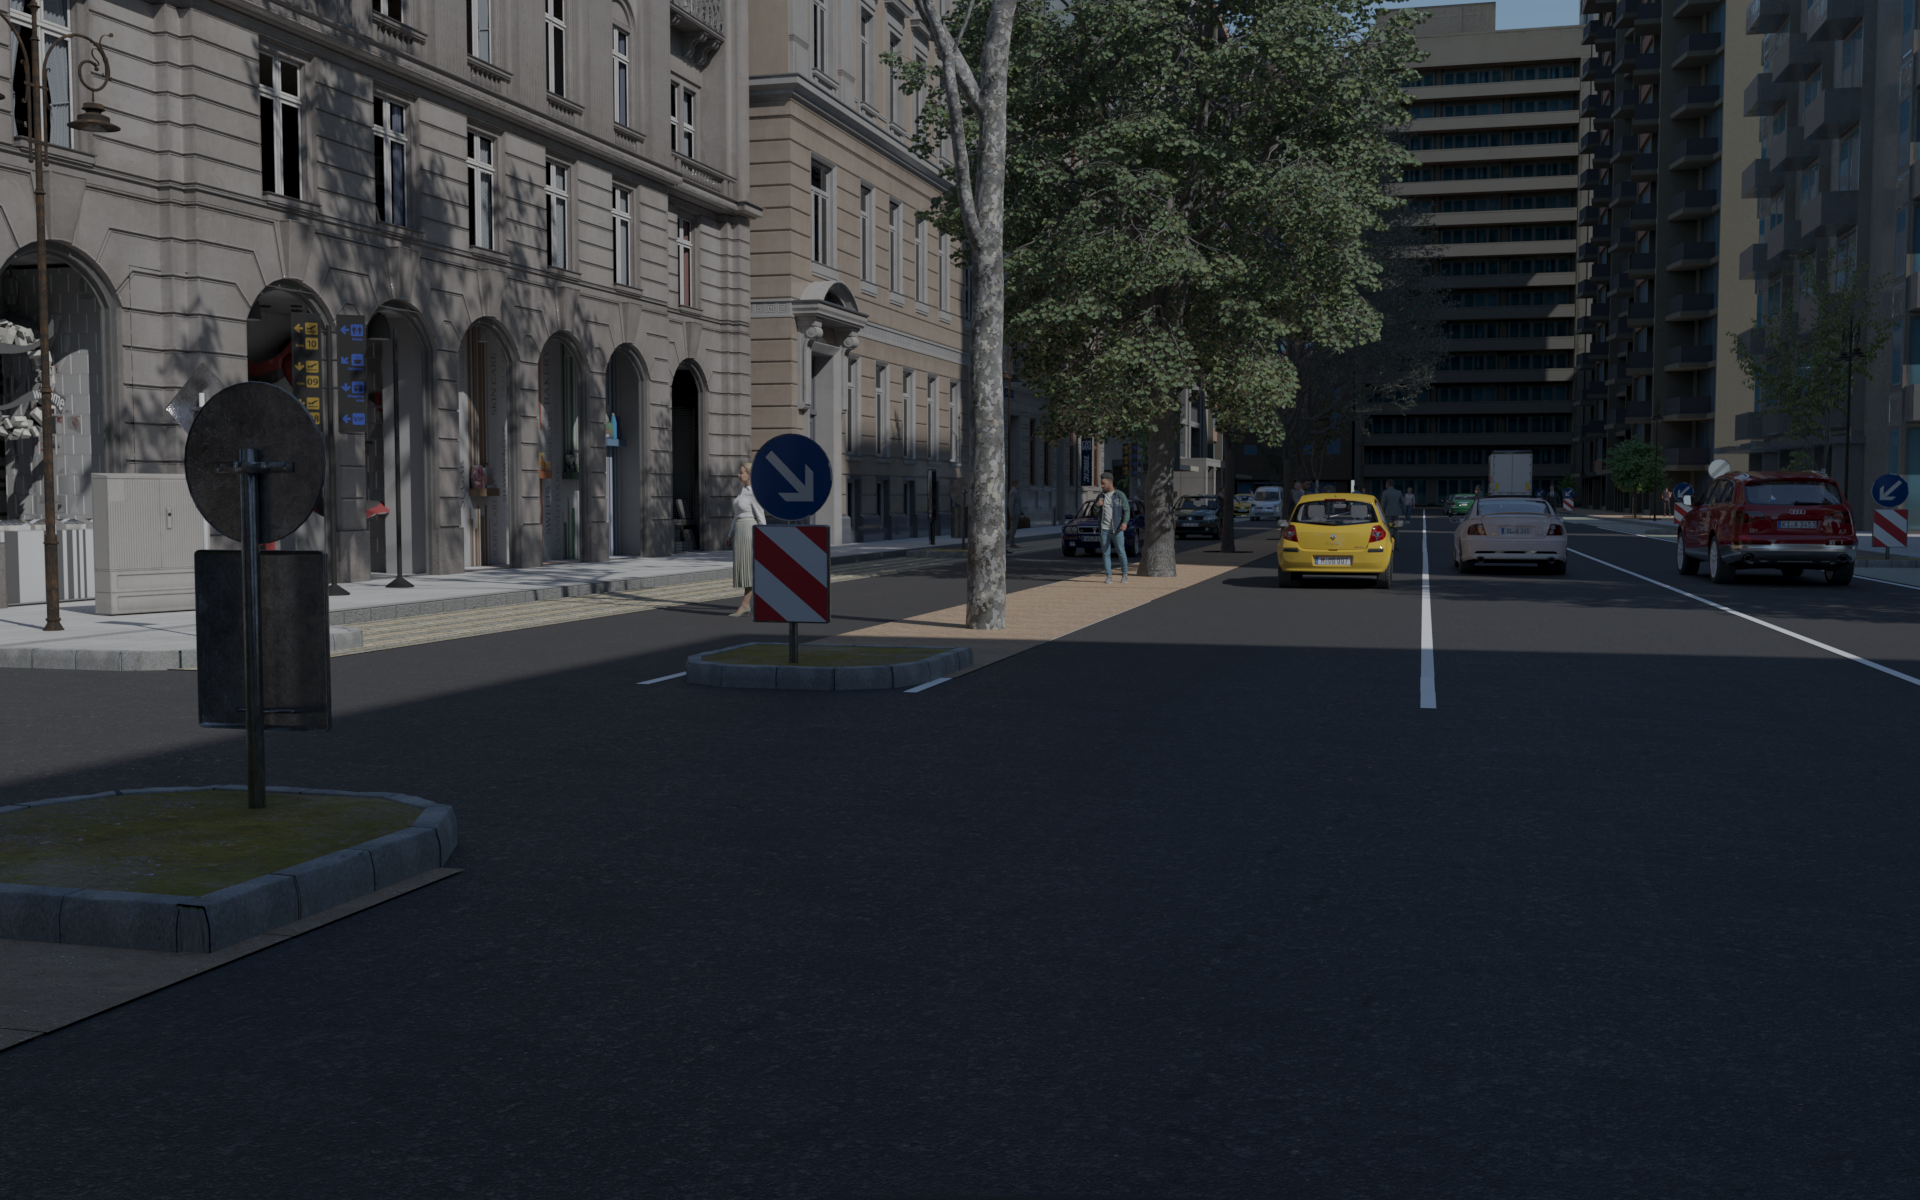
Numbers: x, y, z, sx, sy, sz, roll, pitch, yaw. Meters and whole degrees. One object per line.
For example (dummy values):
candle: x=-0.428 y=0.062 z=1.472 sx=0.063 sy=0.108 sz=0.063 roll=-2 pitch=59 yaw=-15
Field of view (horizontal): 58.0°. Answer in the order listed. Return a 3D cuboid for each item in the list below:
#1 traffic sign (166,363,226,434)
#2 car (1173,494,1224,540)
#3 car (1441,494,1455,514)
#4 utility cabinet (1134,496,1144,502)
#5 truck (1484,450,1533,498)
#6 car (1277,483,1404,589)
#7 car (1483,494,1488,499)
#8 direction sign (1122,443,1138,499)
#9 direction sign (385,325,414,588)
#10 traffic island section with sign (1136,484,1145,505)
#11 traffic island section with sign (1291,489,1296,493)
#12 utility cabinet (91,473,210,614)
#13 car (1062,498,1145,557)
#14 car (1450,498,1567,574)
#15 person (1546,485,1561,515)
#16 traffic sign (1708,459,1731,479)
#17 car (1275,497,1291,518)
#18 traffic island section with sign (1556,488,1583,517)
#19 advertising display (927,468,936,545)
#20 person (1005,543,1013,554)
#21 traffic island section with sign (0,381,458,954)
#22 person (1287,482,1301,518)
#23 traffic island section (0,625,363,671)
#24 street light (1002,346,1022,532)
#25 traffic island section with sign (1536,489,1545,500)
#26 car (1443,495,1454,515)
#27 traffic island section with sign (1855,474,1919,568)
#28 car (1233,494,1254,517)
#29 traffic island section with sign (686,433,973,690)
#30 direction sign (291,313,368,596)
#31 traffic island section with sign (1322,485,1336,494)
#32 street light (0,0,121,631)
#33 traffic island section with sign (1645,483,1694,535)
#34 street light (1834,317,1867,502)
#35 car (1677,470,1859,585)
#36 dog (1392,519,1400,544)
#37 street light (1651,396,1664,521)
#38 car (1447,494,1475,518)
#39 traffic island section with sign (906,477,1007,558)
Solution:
traffic sign: x=-6.733 y=-0.811 z=15.447 sx=0.795 sy=2.593 sz=0.064 roll=1 pitch=4 yaw=15
car: x=7.678 y=-2.805 z=55.653 sx=2.009 sy=1.686 sz=4.222 roll=1 pitch=4 yaw=15
car: x=35.713 y=-6.894 z=124.518 sx=2.131 sy=1.459 sz=4.920 roll=1 pitch=4 yaw=13
utility cabinet: x=8.655 y=-4.340 z=82.126 sx=0.306 sy=1.237 sz=1.020 roll=3 pitch=5 yaw=42
truck: x=36.973 y=-7.821 z=116.786 sx=2.839 sy=4.237 sz=11.283 roll=1 pitch=4 yaw=15
car: x=6.065 y=-1.072 z=27.747 sx=2.015 sy=1.641 sz=3.980 roll=1 pitch=4 yaw=15
car: x=44.677 y=-8.547 z=148.536 sx=1.959 sy=1.807 sz=4.718 roll=1 pitch=4 yaw=15
direction sign: x=7.569 y=-5.207 z=77.130 sx=0.876 sy=3.537 sz=0.379 roll=3 pitch=5 yaw=45
direction sign: x=-7.703 y=-1.940 z=23.713 sx=0.379 sy=3.537 sz=0.876 roll=-1 pitch=4 yaw=-19
traffic island section with sign: x=6.966 y=-3.476 z=65.455 sx=1.989 sy=1.847 sz=2.006 roll=1 pitch=4 yaw=15
traffic island section with sign: x=26.985 y=-8.049 z=140.232 sx=1.989 sy=1.847 sz=2.006 roll=1 pitch=4 yaw=15
utility cabinet: x=-8.695 y=-0.611 z=18.677 sx=0.318 sy=1.500 sz=1.173 roll=2 pitch=4 yaw=32
car: x=3.535 y=-1.729 z=40.852 sx=1.945 sy=1.354 sz=3.894 roll=1 pitch=4 yaw=15
car: x=10.283 y=-1.232 z=32.503 sx=2.083 sy=1.381 sz=4.827 roll=1 pitch=4 yaw=14
person: x=28.421 y=-4.572 z=83.025 sx=0.659 sy=1.850 sz=0.755 roll=1 pitch=4 yaw=23
traffic sign: x=27.421 y=-3.821 z=62.579 sx=0.768 sy=2.556 sz=0.104 roll=1 pitch=4 yaw=20
car: x=20.102 y=-5.686 z=105.553 sx=1.945 sy=1.354 sz=3.894 roll=1 pitch=4 yaw=13
traffic island section with sign: x=38.069 y=-6.132 z=108.885 sx=1.989 sy=1.847 sz=2.006 roll=1 pitch=4 yaw=15
advertising display: x=-0.716 y=-2.376 z=44.067 sx=0.123 sy=1.923 sz=0.974 roll=0 pitch=4 yaw=-8
person: x=0.846 y=-2.004 z=41.359 sx=0.850 sy=1.850 sz=0.679 roll=1 pitch=4 yaw=18
traffic island section with sign: x=-3.034 y=0.100 z=6.505 sx=2.006 sy=1.907 sz=1.989 roll=1 pitch=4 yaw=15
person: x=9.248 y=-2.359 z=47.492 sx=0.576 sy=1.772 sz=0.534 roll=1 pitch=4 yaw=18
traffic island section: x=-6.758 y=0.414 z=15.520 sx=2.009 sy=0.180 sz=2.903 roll=1 pitch=4 yaw=15
street light: x=1.520 y=-4.950 z=53.723 sx=0.468 sy=5.910 sz=1.993 roll=1 pitch=4 yaw=15
traffic island section with sign: x=45.145 y=-7.747 z=135.293 sx=1.989 sy=1.847 sz=2.006 roll=1 pitch=4 yaw=15
car: x=34.039 y=-6.500 z=118.283 sx=2.014 sy=1.417 sz=4.499 roll=1 pitch=4 yaw=14
traffic island section with sign: x=18.132 y=-1.575 z=34.377 sx=1.989 sy=1.847 sz=2.006 roll=1 pitch=4 yaw=15
car: x=17.181 y=-5.766 z=104.493 sx=2.015 sy=1.641 sz=3.980 roll=1 pitch=4 yaw=13
traffic island section with sign: x=-1.109 y=-0.338 z=13.659 sx=2.006 sy=1.907 sz=1.989 roll=1 pitch=4 yaw=15
direction sign: x=-7.934 y=-1.827 z=21.861 sx=0.876 sy=3.537 sz=0.379 roll=-1 pitch=4 yaw=-23
traffic island section with sign: x=18.320 y=-4.778 z=86.252 sx=2.006 sy=1.907 sz=1.989 roll=1 pitch=4 yaw=15
street light: x=-8.525 y=-2.650 z=16.111 sx=0.468 sy=5.910 sz=1.993 roll=1 pitch=4 yaw=15
traffic island section with sign: x=25.268 y=-3.206 z=61.053 sx=1.989 sy=1.847 sz=2.006 roll=1 pitch=4 yaw=15
street light: x=23.224 y=-4.435 z=45.296 sx=0.468 sy=5.910 sz=1.993 roll=1 pitch=4 yaw=15
car: x=13.405 y=-1.242 z=28.980 sx=2.281 sy=1.827 sz=5.304 roll=1 pitch=4 yaw=13
dog: x=11.563 y=-1.854 z=47.148 sx=0.800 sy=0.831 sz=0.513 roll=1 pitch=4 yaw=17
street light: x=32.994 y=-6.685 z=82.084 sx=0.468 sy=5.910 sz=1.993 roll=1 pitch=4 yaw=15
car: x=30.960 y=-5.776 z=106.228 sx=2.131 sy=1.459 sz=4.920 roll=1 pitch=4 yaw=17
traffic island section with sign: x=-0.007 y=-1.883 z=39.414 sx=1.989 sy=1.847 sz=2.006 roll=1 pitch=4 yaw=15
